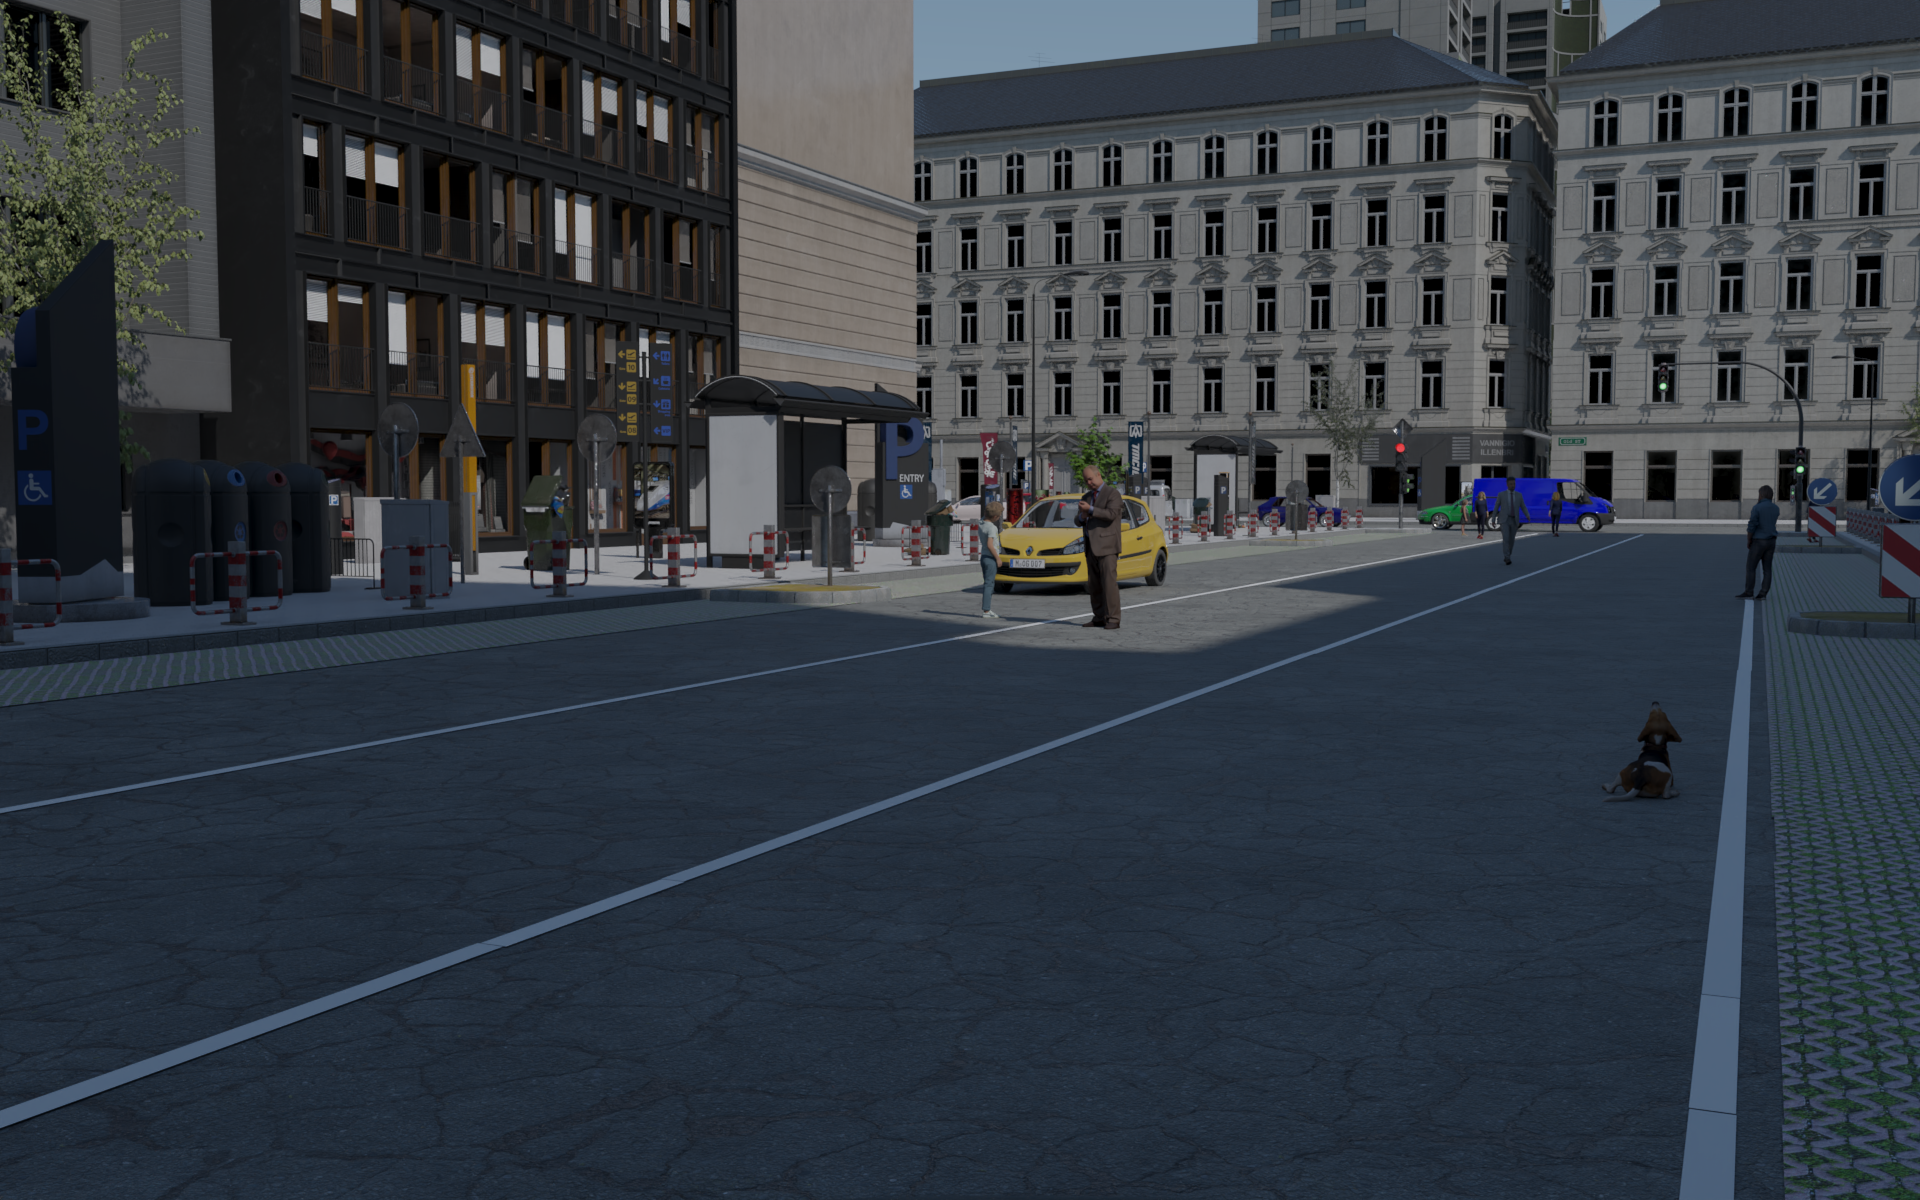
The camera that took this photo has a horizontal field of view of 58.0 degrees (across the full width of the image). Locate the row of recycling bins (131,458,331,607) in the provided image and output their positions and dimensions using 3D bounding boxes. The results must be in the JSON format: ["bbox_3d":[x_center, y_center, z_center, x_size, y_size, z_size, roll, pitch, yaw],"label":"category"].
[{"bbox_3d":[-8.955,-0.871,21.361,1.069,1.692,3.534,1,4,9],"label":"row of recycling bins"}]

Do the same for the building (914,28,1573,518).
[{"bbox_3d":[12.938,-20.161,106.054,44.131,29.872,17.030,2,4,25],"label":"building"}]

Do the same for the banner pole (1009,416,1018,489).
[{"bbox_3d":[1.709,-4.016,55.677,0.401,3.779,0.863,1,4,22],"label":"banner pole"}]

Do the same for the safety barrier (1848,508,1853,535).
[{"bbox_3d":[27.896,-2.421,53.859,0.300,0.817,1.120,2,4,25],"label":"safety barrier"}]

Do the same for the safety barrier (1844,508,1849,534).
[{"bbox_3d":[28.938,-2.560,56.137,0.300,0.817,1.120,2,4,25],"label":"safety barrier"}]

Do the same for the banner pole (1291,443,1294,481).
[{"bbox_3d":[16.384,-5.842,85.540,0.401,3.779,0.863,0,4,6],"label":"banner pole"}]

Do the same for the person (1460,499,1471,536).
[{"bbox_3d":[17.407,-2.843,59.655,0.373,1.253,0.362,2,4,25],"label":"person"}]

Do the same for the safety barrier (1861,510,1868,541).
[{"bbox_3d":[24.749,-2.003,47.029,0.300,0.817,1.120,2,4,25],"label":"safety barrier"}]

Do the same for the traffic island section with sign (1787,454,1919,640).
[{"bbox_3d":[9.656,-0.564,17.850,1.989,1.847,2.006,2,4,25],"label":"traffic island section with sign"}]

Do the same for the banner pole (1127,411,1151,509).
[{"bbox_3d":[5.475,-3.815,52.390,0.863,3.779,0.401,0,4,4],"label":"banner pole"}]

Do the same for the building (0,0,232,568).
[{"bbox_3d":[-25.783,-12.372,21.344,14.314,24.678,30.058,2,4,25],"label":"building"}]

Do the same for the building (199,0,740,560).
[{"bbox_3d":[-14.818,-12.959,41.560,12.332,23.373,15.834,2,4,25],"label":"building"}]

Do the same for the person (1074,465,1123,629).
[{"bbox_3d":[1.466,-0.571,18.516,0.565,1.739,0.600,1,4,23],"label":"person"}]

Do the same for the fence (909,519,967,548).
[{"bbox_3d":[-0.559,-1.530,40.385,0.278,0.683,2.069,3,4,37],"label":"fence"}]

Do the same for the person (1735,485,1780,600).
[{"bbox_3d":[10.764,-0.771,23.311,0.499,1.552,0.429,1,4,10],"label":"person"}]

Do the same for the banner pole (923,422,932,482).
[{"bbox_3d":[-1.249,-3.857,53.081,0.863,3.779,0.401,1,4,10],"label":"banner pole"}]

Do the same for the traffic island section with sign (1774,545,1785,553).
[{"bbox_3d":[20.925,-2.062,42.346,1.989,1.847,2.006,2,4,25],"label":"traffic island section with sign"}]

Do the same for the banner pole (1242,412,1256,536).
[{"bbox_3d":[8.842,-3.821,52.495,0.401,3.779,0.863,0,4,-7],"label":"banner pole"}]

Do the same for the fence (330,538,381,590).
[{"bbox_3d":[-8.813,-0.512,23.750,2.069,0.683,0.278,2,4,23],"label":"fence"}]

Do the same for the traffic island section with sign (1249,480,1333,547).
[{"bbox_3d":[9.249,-2.407,47.988,1.989,1.847,2.006,2,4,25],"label":"traffic island section with sign"}]

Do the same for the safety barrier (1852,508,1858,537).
[{"bbox_3d":[26.848,-2.282,51.583,0.300,0.817,1.120,2,4,25],"label":"safety barrier"}]

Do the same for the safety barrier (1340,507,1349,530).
[{"bbox_3d":[13.921,-2.958,62.635,0.300,0.817,1.120,2,4,25],"label":"safety barrier"}]

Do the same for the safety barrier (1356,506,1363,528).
[{"bbox_3d":[14.970,-3.097,64.919,0.300,0.817,1.120,2,4,25],"label":"safety barrier"}]

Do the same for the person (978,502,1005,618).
[{"bbox_3d":[0.362,-0.469,20.071,0.340,1.345,0.435,-2,4,-32],"label":"person"}]

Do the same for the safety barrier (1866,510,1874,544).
[{"bbox_3d":[23.699,-1.864,44.746,0.300,0.817,1.120,2,4,25],"label":"safety barrier"}]

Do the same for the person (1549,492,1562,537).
[{"bbox_3d":[20.051,-2.886,58.231,0.480,1.512,0.613,0,4,-4],"label":"person"}]

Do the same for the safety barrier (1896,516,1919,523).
[{"bbox_3d":[19.505,-1.306,35.625,0.300,0.817,1.120,2,4,25],"label":"safety barrier"}]

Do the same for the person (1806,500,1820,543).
[{"bbox_3d":[25.072,-2.432,50.813,0.480,1.512,0.613,2,4,34],"label":"person"}]

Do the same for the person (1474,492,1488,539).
[{"bbox_3d":[16.654,-2.715,55.432,0.480,1.512,0.613,0,4,-4],"label":"person"}]

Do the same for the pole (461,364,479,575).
[{"bbox_3d":[-7.751,-2.052,27.387,0.158,3.312,0.155,0,3,0],"label":"pole"}]

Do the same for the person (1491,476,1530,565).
[{"bbox_3d":[11.164,-1.614,35.161,0.678,1.792,0.850,0,4,0],"label":"person"}]

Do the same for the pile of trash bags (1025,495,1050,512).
[{"bbox_3d":[2.880,-2.626,52.691,1.912,1.369,3.447,-1,4,-14],"label":"pile of trash bags"}]

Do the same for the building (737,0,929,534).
[{"bbox_3d":[-12.800,-16.572,56.859,20.117,28.700,13.634,2,4,25],"label":"building"}]

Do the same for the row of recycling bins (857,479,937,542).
[{"bbox_3d":[-1.676,-2.517,48.267,1.069,1.692,3.534,2,4,29],"label":"row of recycling bins"}]

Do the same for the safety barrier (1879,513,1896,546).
[{"bbox_3d":[21.606,-1.585,40.186,0.300,0.817,1.120,2,4,25],"label":"safety barrier"}]

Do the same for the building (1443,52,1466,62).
[{"bbox_3d":[37.862,-29.054,158.631,14.154,41.232,14.086,2,4,25],"label":"building"}]

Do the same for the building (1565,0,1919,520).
[{"bbox_3d":[53.359,-19.007,87.175,44.131,29.872,17.030,2,4,25],"label":"building"}]

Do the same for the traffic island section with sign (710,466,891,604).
[{"bbox_3d":[-2.024,-0.909,23.494,1.989,1.847,2.006,2,4,25],"label":"traffic island section with sign"}]

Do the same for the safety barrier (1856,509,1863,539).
[{"bbox_3d":[25.796,-2.142,49.305,0.300,0.817,1.120,2,4,25],"label":"safety barrier"}]

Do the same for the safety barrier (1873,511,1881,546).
[{"bbox_3d":[22.654,-1.724,42.463,0.300,0.817,1.120,2,4,25],"label":"safety barrier"}]

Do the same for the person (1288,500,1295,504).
[{"bbox_3d":[14.076,-3.955,73.338,0.466,1.800,0.511,-1,4,-21],"label":"person"}]
